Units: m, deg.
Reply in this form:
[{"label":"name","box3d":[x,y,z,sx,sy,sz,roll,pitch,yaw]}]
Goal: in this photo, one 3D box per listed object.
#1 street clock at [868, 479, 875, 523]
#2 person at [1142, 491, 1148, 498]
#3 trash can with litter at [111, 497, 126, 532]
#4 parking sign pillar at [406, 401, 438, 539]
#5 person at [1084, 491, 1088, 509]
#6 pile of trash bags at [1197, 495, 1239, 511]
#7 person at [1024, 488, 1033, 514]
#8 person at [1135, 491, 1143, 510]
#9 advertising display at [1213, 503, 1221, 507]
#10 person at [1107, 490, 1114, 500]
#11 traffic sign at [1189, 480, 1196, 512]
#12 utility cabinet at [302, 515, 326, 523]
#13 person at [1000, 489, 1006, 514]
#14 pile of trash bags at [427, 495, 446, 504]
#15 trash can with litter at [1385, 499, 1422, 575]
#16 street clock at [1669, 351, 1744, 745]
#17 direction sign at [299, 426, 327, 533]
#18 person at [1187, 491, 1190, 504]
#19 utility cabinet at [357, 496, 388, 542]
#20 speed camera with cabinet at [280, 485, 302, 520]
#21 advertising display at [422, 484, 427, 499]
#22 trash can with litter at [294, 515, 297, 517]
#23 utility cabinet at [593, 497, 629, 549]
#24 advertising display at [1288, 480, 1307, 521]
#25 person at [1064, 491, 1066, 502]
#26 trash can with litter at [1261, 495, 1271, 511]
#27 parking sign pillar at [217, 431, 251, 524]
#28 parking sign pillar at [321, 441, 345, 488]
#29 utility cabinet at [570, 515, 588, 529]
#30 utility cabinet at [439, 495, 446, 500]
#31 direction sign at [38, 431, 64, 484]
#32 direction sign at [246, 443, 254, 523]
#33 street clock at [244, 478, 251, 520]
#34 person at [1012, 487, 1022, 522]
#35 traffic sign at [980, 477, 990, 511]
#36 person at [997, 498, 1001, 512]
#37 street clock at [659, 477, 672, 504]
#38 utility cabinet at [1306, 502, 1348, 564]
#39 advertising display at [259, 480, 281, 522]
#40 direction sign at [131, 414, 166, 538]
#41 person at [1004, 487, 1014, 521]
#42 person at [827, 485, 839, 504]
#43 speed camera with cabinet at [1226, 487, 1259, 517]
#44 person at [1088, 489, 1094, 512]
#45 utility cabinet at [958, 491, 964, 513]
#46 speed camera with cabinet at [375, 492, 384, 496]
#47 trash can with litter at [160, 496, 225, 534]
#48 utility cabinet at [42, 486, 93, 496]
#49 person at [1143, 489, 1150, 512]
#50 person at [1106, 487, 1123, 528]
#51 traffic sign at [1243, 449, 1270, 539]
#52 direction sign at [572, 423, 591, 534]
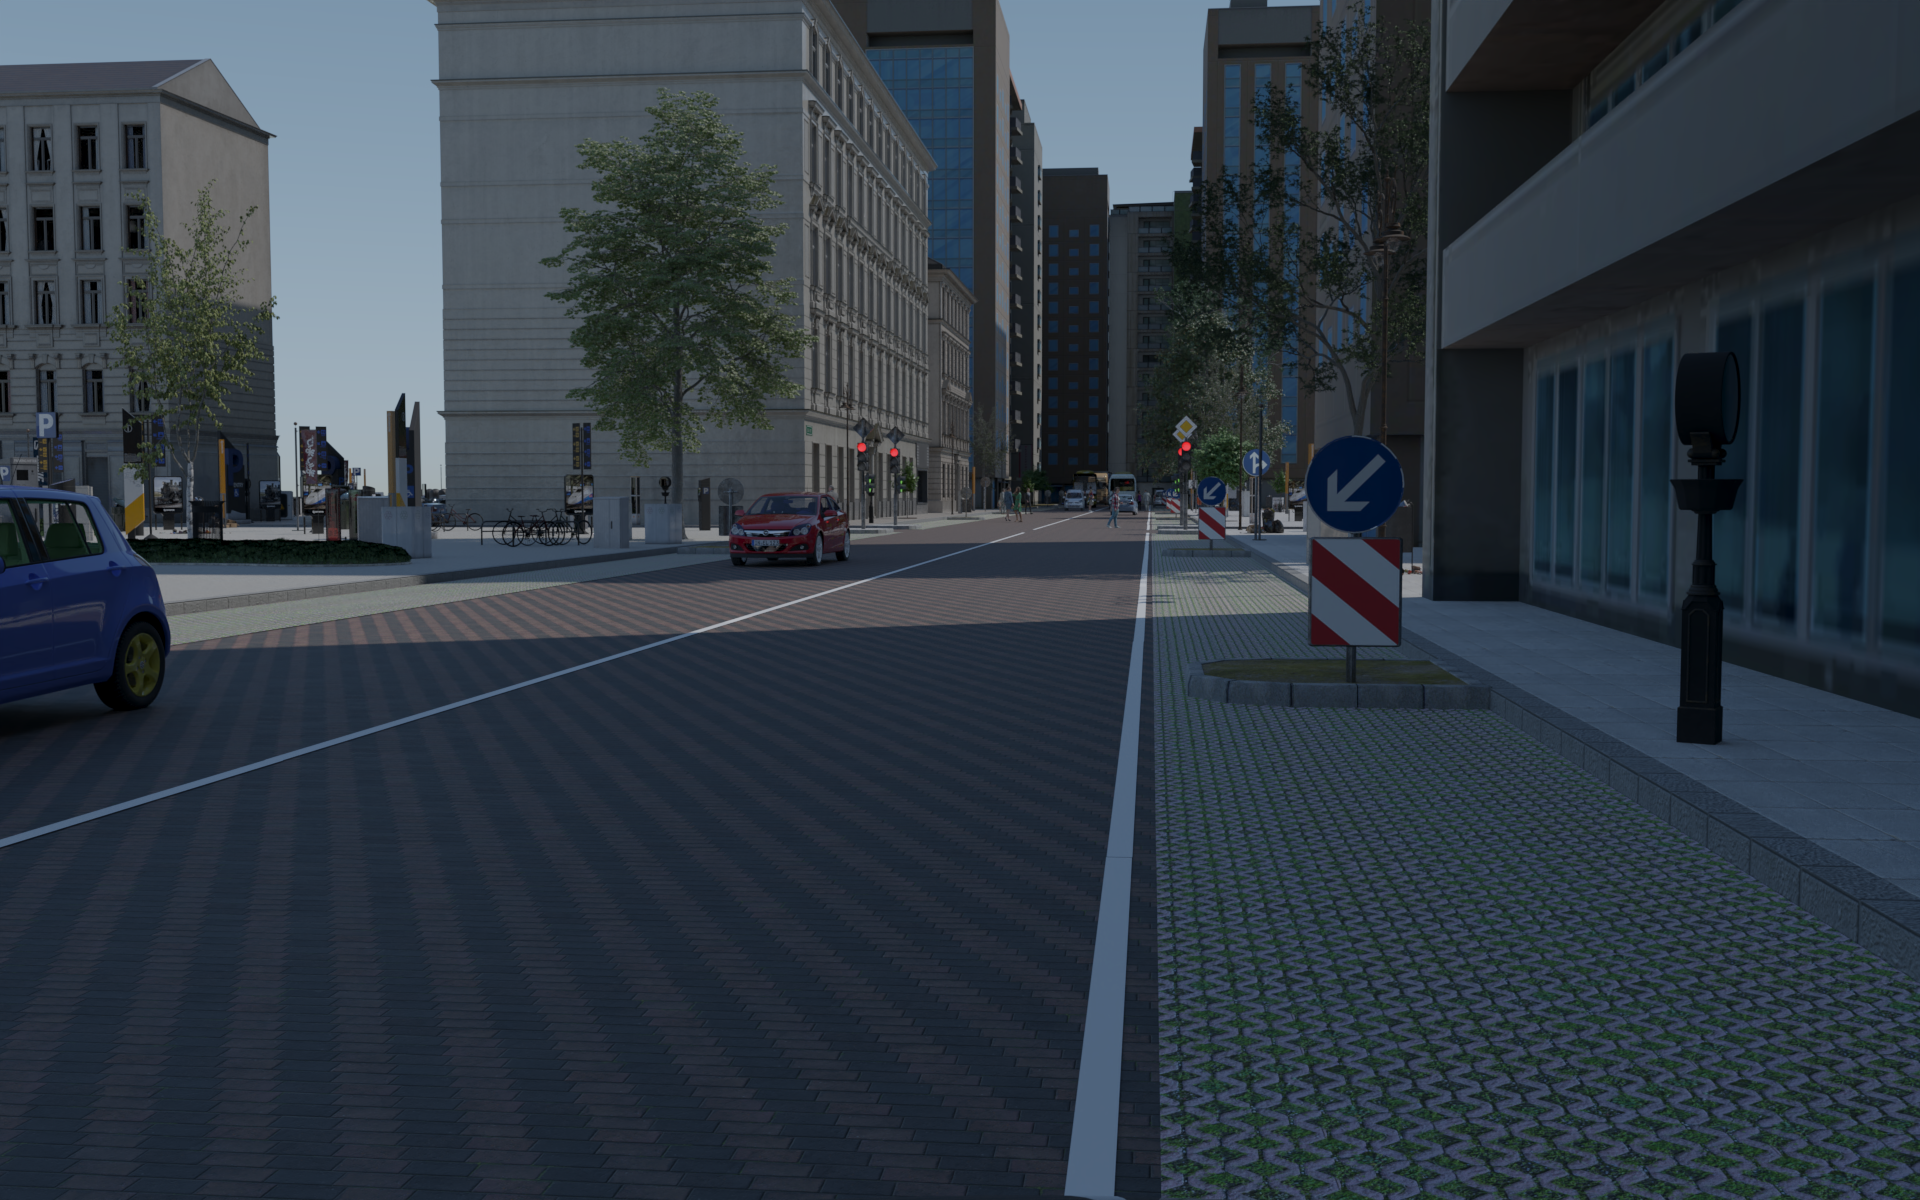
[{"label":"street clock","box3d":[-3.893,-4.366,75.960,0.358,2.002,0.471,0,4,8]},{"label":"person","box3d":[23.139,-12.628,214.972,1.348,1.824,0.705,-3,5,-41]},{"label":"trash can with litter","box3d":[-28.236,-2.899,58.790,1.055,1.170,0.624,1,4,12]},{"label":"parking sign pillar","box3d":[-15.802,-3.752,49.815,1.447,3.967,1.447,-1,4,-10]},{"label":"person","box3d":[12.104,-9.823,169.644,0.750,1.759,0.617,-1,4,-9]},{"label":"pile of trash bags","box3d":[19.643,-7.447,131.516,3.447,1.369,1.912,1,4,17]},{"label":"person","box3d":[4.858,-6.985,122.478,0.659,1.850,0.755,-2,4,-33]},{"label":"person","box3d":[15.893,-8.799,153.046,1.217,1.739,0.721,-2,4,-32]},{"label":"advertising display","box3d":[12.679,-4.930,85.815,0.123,1.923,0.974,2,4,35]},{"label":"person","box3d":[13.759,-8.995,155.559,0.705,1.826,1.348,-3,4,-37]},{"label":"traffic sign","box3d":[16.947,-7.581,126.084,0.606,2.300,0.079,1,4,15]},{"label":"utility cabinet","box3d":[-27.841,-4.030,74.569,1.173,1.500,0.318,2,4,32]},{"label":"person","box3d":[3.000,-6.872,120.960,0.391,1.810,0.635,-2,4,-29]},{"label":"pile of trash bags","box3d":[-34.135,-6.412,114.586,1.912,1.369,3.447,1,4,13]},{"label":"trash can with litter","box3d":[7.366,-1.015,27.645,2.233,1.210,1.678,1,4,16]},{"label":"street clock","box3d":[3.830,-0.265,8.910,0.358,2.002,0.471,2,4,35]},{"label":"direction sign","box3d":[-21.565,-4.025,57.805,0.876,3.537,0.379,-2,4,-33]},{"label":"person","box3d":[29.667,-13.302,225.624,0.705,1.869,1.348,3,5,43]},{"label":"utility cabinet","box3d":[-15.325,-2.108,45.629,1.020,1.237,0.306,-2,4,-25]},{"label":"speed camera with cabinet","box3d":[-33.055,-5.597,85.838,2.038,3.252,0.660,-1,4,-13]},{"label":"advertising display","box3d":[-33.338,-6.275,107.807,0.123,1.923,0.974,-2,4,-27]},{"label":"trash can with litter","box3d":[-37.896,-5.271,97.246,2.233,1.210,1.678,0,4,6]},{"label":"utility cabinet","box3d":[-8.299,-1.835,41.166,1.020,1.237,0.306,3,5,40]},{"label":"advertising display","box3d":[15.906,-4.658,81.377,0.974,1.923,0.123,1,4,9]},{"label":"person","box3d":[12.663,-12.231,208.488,1.348,1.823,0.705,3,4,39]},{"label":"trash can with litter","box3d":[24.145,-7.532,134.208,1.678,1.210,2.233,-3,5,-39]},{"label":"parking sign pillar","box3d":[-31.166,-5.238,74.114,1.447,3.967,1.447,1,4,10]},{"label":"parking sign pillar","box3d":[-31.675,-6.056,87.487,1.447,3.967,1.447,2,4,32]},{"label":"utility cabinet","box3d":[-14.043,-3.218,63.774,0.306,1.237,1.020,-2,4,-34]},{"label":"utility cabinet","box3d":[-32.626,-6.029,109.740,0.306,1.237,1.020,-3,5,-44]},{"label":"direction sign","box3d":[-32.662,-4.298,62.267,0.379,3.537,0.876,2,4,35]},{"label":"direction sign","box3d":[-31.574,-5.190,76.854,0.379,3.537,0.876,-2,4,-26]},{"label":"street clock","box3d":[-33.059,-4.630,80.273,0.358,2.002,0.471,0,4,4]},{"label":"person","box3d":[2.970,-4.849,88.029,0.529,1.795,0.600,-2,4,-26]},{"label":"traffic sign","box3d":[1.864,-7.815,127.878,0.768,2.556,0.104,1,4,14]},{"label":"person","box3d":[2.866,-6.854,125.584,0.382,1.210,0.505,-3,5,-44]},{"label":"street clock","box3d":[-12.191,-4.104,71.665,0.471,2.002,0.358,1,4,20]},{"label":"utility cabinet","box3d":[6.757,-1.402,31.600,0.318,1.500,1.173,3,5,41]},{"label":"advertising display","box3d":[-32.259,-4.634,80.986,0.974,1.923,0.123,-2,4,-35]},{"label":"direction sign","box3d":[-23.124,-3.511,49.400,0.876,3.537,0.379,-2,4,-32]},{"label":"person","box3d":[2.533,-5.095,91.834,0.581,1.822,0.654,3,5,44]},{"label":"person","box3d":[-4.987,-3.532,66.643,0.834,1.777,0.661,3,4,36]},{"label":"speed camera with cabinet","box3d":[15.758,-6.273,96.900,2.038,3.252,0.660,0,4,-3]},{"label":"person","box3d":[10.549,-8.020,139.597,0.573,1.828,0.580,-1,4,-16]},{"label":"utility cabinet","box3d":[0.054,-6.397,113.270,0.318,1.500,1.173,0,4,5]},{"label":"speed camera with cabinet","box3d":[-44.926,-8.607,135.063,2.038,3.252,0.660,-1,4,-23]},{"label":"trash can with litter","box3d":[-24.971,-2.763,56.240,2.233,1.210,1.678,1,4,23]},{"label":"utility cabinet","box3d":[-24.035,-2.325,46.697,1.173,1.500,0.318,0,4,-6]},{"label":"person","box3d":[15.214,-8.122,141.386,0.635,1.810,0.391,-2,4,-35]},{"label":"person","box3d":[6.514,-3.889,72.930,0.643,1.720,0.563,1,4,17]},{"label":"traffic sign","box3d":[8.359,-2.983,48.880,0.768,2.556,0.104,1,4,10]},{"label":"direction sign","box3d":[-12.028,-3.863,55.156,0.876,3.537,0.379,3,4,38]}]
